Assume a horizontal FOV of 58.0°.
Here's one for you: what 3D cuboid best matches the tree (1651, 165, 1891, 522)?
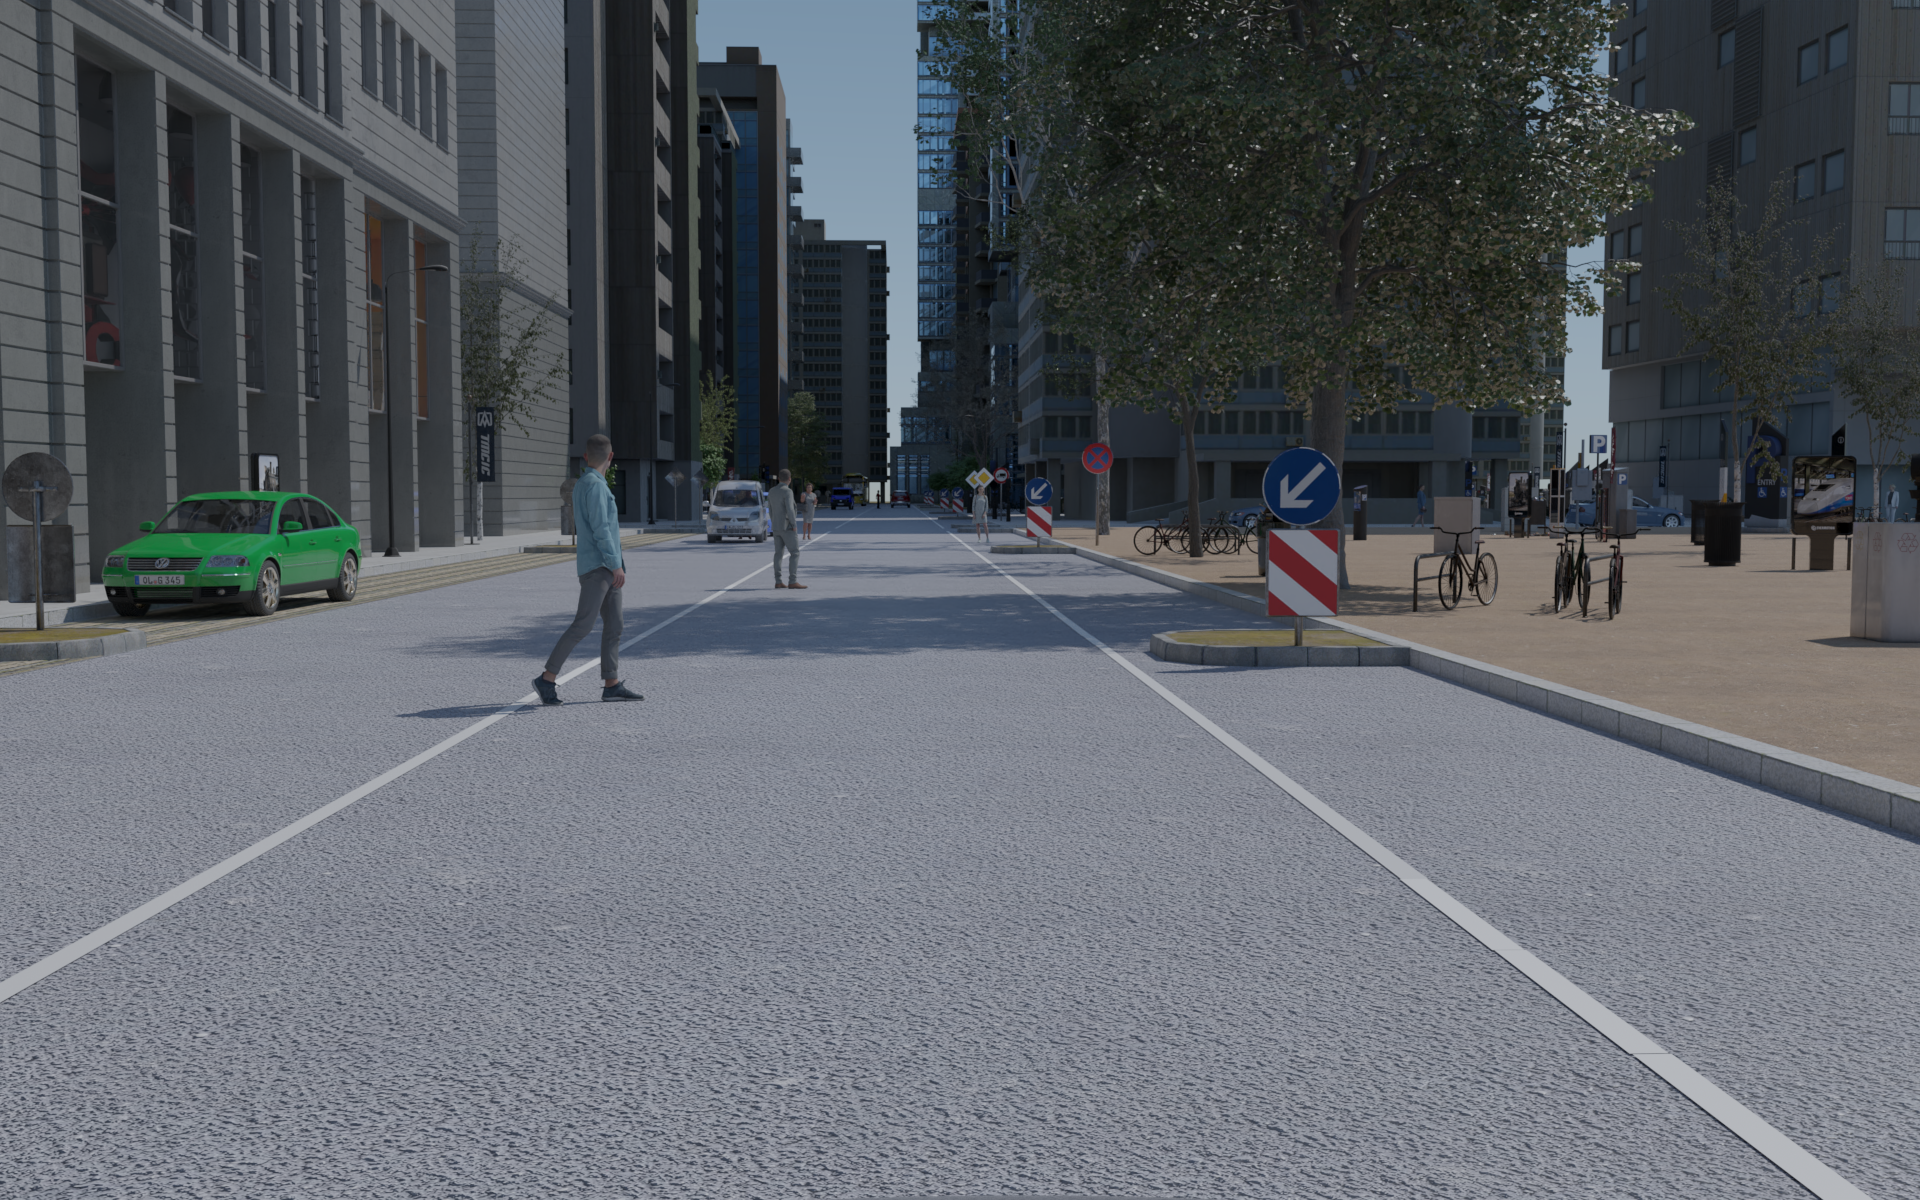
[{"bbox_3d":[17.915,-5.432,39.170,4.360,8.622,3.978,0,3,0],"label":"tree"}]

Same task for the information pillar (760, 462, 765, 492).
[{"bbox_3d":[-14.563,-8.355,127.959,0.183,3.616,0.504,2,4,28],"label":"information pillar"}]

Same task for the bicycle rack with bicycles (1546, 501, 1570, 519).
[{"bbox_3d":[30.129,-4.672,89.761,2.852,0.926,2.925,0,4,-7],"label":"bicycle rack with bicycles"}]

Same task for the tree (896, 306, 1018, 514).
[{"bbox_3d":[1.365,-12.360,112.454,12.009,13.543,11.850,0,3,0],"label":"tree"}]

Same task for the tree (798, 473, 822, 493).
[{"bbox_3d":[-19.448,-14.778,225.339,4.285,4.588,4.351,0,3,0],"label":"tree"}]

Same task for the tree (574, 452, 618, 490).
[{"bbox_3d":[-13.846,-4.356,65.818,1.663,3.219,1.824,0,3,0],"label":"tree"}]

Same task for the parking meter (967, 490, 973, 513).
[{"bbox_3d":[0.758,-7.564,132.075,0.372,1.533,0.369,0,3,0],"label":"parking meter"}]

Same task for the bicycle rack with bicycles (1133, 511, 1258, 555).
[{"bbox_3d":[5.233,-1.457,37.207,2.925,0.926,2.852,0,4,8],"label":"bicycle rack with bicycles"}]

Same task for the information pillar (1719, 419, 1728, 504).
[{"bbox_3d":[23.877,-3.842,54.170,0.183,3.616,0.504,0,4,7],"label":"information pillar"}]

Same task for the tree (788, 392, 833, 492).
[{"bbox_3d":[-17.789,-16.750,191.989,7.486,12.596,7.792,0,3,0],"label":"tree"}]

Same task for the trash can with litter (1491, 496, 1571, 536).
[{"bbox_3d":[17.441,-2.578,53.203,1.678,1.210,2.233,-3,5,-42],"label":"trash can with litter"}]

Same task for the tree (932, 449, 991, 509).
[{"bbox_3d":[1.264,-8.459,122.019,4.285,4.588,4.351,0,3,0],"label":"tree"}]

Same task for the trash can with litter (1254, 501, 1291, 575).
[{"bbox_3d":[5.150,-0.964,27.150,1.055,1.170,0.624,0,4,7],"label":"trash can with litter"}]

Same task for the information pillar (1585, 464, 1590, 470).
[{"bbox_3d":[49.232,-8.857,136.165,0.504,3.616,0.183,2,4,27],"label":"information pillar"}]

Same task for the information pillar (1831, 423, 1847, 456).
[{"bbox_3d":[29.102,-4.038,57.380,0.183,3.616,0.504,-2,4,-31],"label":"information pillar"}]

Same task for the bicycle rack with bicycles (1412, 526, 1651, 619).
[{"bbox_3d":[6.348,-0.357,19.227,2.852,0.926,2.925,2,4,31],"label":"bicycle rack with bicycles"}]

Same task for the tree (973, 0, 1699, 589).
[{"bbox_3d":[5.055,-7.129,23.222,9.857,13.997,8.962,0,3,0],"label":"tree"}]

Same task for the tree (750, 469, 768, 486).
[{"bbox_3d":[-15.702,-8.425,132.344,1.663,3.219,1.824,0,3,0],"label":"tree"}]

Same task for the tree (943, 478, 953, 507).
[{"bbox_3d":[-0.912,-10.970,173.966,1.663,3.219,1.824,0,3,0],"label":"tree"}]

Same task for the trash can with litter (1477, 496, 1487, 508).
[{"bbox_3d":[32.699,-5.956,108.767,0.624,1.170,1.055,2,4,29],"label":"trash can with litter"}]

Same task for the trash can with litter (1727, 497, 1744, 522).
[{"bbox_3d":[35.737,-4.172,79.602,1.055,1.170,0.624,2,4,28],"label":"trash can with litter"}]

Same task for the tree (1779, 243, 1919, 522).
[{"bbox_3d":[27.811,-6.222,52.098,4.360,8.622,3.978,0,3,0],"label":"tree"}]

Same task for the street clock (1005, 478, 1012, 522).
[{"bbox_3d":[2.247,-4.632,80.306,0.358,2.002,0.471,1,4,8],"label":"street clock"}]

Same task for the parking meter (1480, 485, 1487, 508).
[{"bbox_3d":[34.077,-6.548,112.778,0.399,1.863,0.255,3,5,43],"label":"parking meter"}]

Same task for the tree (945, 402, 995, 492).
[{"bbox_3d":[1.152,-11.436,137.338,4.360,8.622,3.978,0,3,0],"label":"tree"}]

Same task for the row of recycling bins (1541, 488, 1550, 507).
[{"bbox_3d":[42.269,-7.311,126.647,3.534,1.692,1.069,-3,5,-44],"label":"row of recycling bins"}]

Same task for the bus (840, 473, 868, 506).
[{"bbox_3d":[-12.368,-13.017,204.370,2.896,3.916,12.252,0,4,-1],"label":"bus"}]

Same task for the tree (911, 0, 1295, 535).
[{"bbox_3d":[4.508,-12.001,52.109,12.611,20.169,13.585,0,3,0],"label":"tree"}]

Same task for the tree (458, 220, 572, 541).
[{"bbox_3d":[-13.090,-5.956,47.743,4.360,8.622,3.978,0,3,0],"label":"tree"}]

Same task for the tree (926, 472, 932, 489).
[{"bbox_3d":[-2.685,-14.581,222.119,4.285,4.588,4.351,0,3,0],"label":"tree"}]

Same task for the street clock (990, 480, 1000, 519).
[{"bbox_3d":[1.762,-5.103,88.004,0.471,2.002,0.358,2,4,32],"label":"street clock"}]

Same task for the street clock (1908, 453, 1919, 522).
[{"bbox_3d":[17.033,-1.602,30.767,0.358,2.002,0.471,3,5,40],"label":"street clock"}]

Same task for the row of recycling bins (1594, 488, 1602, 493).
[{"bbox_3d":[40.247,-6.098,106.818,3.534,1.692,1.069,2,4,25],"label":"row of recycling bins"}]

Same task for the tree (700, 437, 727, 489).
[{"bbox_3d":[-14.479,-6.828,95.355,4.285,4.588,4.351,0,3,0],"label":"tree"}]

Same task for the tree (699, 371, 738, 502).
[{"bbox_3d":[-14.828,-9.260,101.761,4.737,8.622,4.395,0,3,0],"label":"tree"}]

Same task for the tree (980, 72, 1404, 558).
[{"bbox_3d":[4.785,-6.163,35.170,8.767,10.594,7.601,0,4,-6],"label":"tree"}]

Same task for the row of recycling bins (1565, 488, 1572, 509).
[{"bbox_3d":[41.017,-6.652,115.868,1.069,1.692,3.534,2,4,25],"label":"row of recycling bins"}]

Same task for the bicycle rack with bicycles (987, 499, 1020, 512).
[{"bbox_3d":[3.600,-6.939,126.837,2.852,0.926,2.925,-3,5,-45],"label":"bicycle rack with bicycles"}]

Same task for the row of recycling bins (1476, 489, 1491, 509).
[{"bbox_3d":[37.435,-7.270,125.983,3.534,1.692,1.069,1,4,22],"label":"row of recycling bins"}]

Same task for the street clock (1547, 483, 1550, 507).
[{"bbox_3d":[38.935,-6.709,114.262,0.358,2.002,0.471,3,4,39],"label":"street clock"}]

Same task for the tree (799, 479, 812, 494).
[{"bbox_3d":[-17.796,-12.451,198.173,1.663,3.219,1.824,0,3,0],"label":"tree"}]

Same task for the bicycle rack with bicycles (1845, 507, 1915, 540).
[{"bbox_3d":[25.796,-2.128,48.173,2.925,0.926,2.852,-2,4,-31],"label":"bicycle rack with bicycles"}]

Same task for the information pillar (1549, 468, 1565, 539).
[{"bbox_3d":[17.164,-2.769,49.763,0.304,2.012,0.304,-3,5,-39],"label":"information pillar"}]

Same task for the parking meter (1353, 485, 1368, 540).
[{"bbox_3d":[11.099,-2.422,48.019,0.372,1.533,0.369,0,3,0],"label":"parking meter"}]

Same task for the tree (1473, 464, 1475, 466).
[{"bbox_3d":[31.415,-7.799,111.231,4.285,4.588,4.351,0,3,0],"label":"tree"}]
